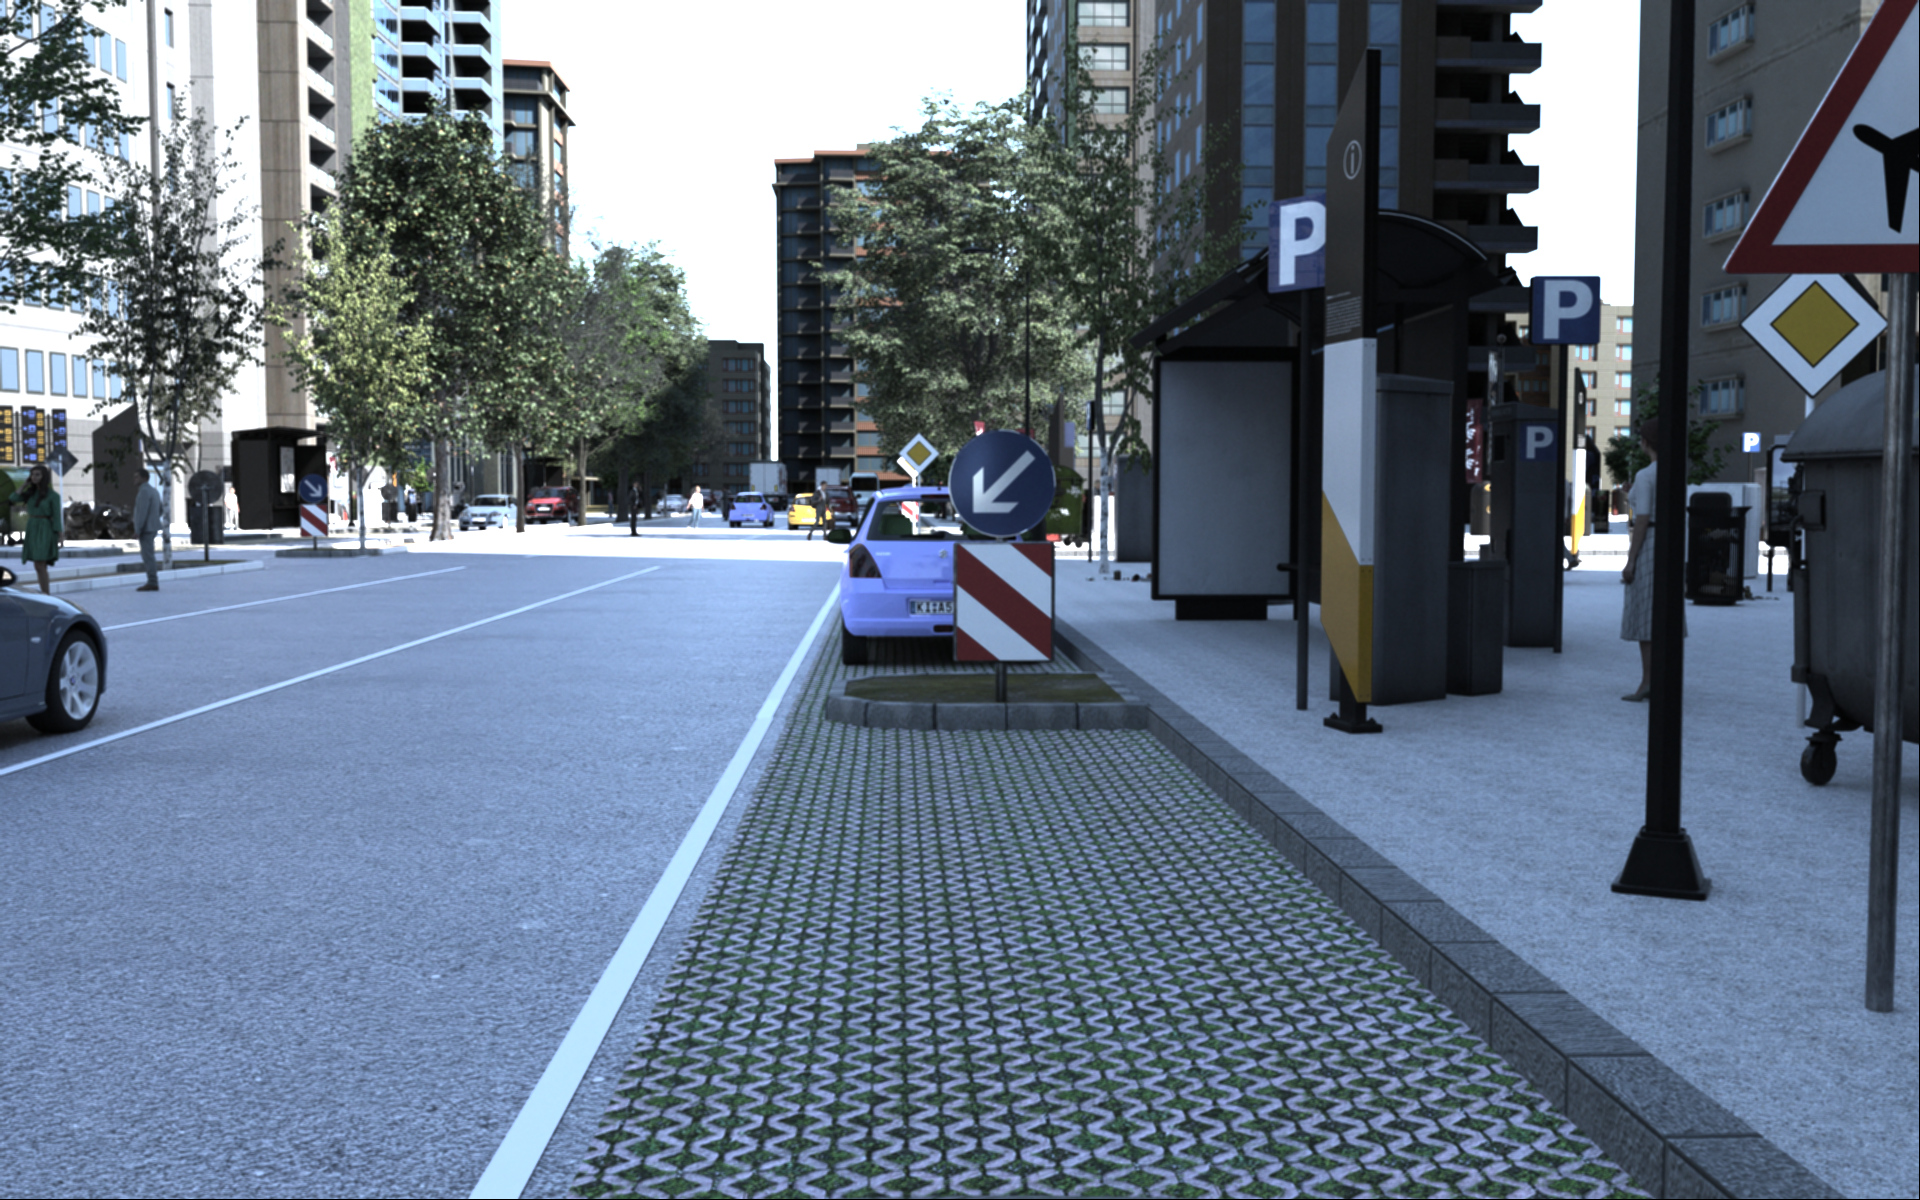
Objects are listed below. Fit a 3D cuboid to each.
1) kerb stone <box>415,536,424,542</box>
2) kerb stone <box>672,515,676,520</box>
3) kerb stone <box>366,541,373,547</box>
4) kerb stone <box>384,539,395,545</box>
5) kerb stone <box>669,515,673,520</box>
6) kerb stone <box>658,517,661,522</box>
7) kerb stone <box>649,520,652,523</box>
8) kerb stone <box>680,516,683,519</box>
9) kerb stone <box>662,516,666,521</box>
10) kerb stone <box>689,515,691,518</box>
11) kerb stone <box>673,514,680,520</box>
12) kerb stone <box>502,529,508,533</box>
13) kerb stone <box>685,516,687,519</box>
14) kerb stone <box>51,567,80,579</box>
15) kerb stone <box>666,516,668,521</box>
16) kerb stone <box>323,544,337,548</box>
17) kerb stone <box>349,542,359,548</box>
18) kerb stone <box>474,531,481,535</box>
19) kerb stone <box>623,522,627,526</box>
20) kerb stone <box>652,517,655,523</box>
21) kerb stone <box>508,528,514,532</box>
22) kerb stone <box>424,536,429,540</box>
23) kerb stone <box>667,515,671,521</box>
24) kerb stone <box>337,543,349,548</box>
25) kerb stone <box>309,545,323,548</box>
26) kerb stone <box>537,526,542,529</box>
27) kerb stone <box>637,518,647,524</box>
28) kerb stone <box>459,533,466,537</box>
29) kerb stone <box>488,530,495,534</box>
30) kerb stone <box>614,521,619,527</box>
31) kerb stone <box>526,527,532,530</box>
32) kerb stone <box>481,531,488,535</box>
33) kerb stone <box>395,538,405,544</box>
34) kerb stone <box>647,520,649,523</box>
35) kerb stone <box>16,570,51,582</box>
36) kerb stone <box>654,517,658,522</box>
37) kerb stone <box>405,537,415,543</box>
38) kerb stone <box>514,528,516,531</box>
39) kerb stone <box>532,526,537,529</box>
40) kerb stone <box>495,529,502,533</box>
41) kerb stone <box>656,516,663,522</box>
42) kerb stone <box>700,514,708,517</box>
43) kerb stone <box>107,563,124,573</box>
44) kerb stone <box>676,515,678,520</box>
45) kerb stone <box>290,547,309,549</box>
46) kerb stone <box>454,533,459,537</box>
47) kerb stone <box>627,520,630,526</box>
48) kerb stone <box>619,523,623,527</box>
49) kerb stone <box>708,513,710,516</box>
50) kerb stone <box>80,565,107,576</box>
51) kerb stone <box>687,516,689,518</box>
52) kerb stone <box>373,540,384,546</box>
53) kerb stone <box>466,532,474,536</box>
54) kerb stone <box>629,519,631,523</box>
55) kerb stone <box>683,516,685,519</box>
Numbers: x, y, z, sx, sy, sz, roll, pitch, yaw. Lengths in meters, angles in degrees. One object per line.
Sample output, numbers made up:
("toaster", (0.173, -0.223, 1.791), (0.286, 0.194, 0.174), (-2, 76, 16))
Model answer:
("kerb stone", (-16.203, -1.792, 51.524), (0.120, 0.150, 1.000), (0, 4, -2))
("kerb stone", (-15.805, -4.433, 94.672), (0.120, 0.150, 1.000), (0, 4, -2))
("kerb stone", (-16.004, -1.477, 46.405), (0.120, 0.150, 1.000), (0, 4, -2))
("kerb stone", (-16.082, -1.606, 48.452), (0.120, 0.150, 1.000), (0, 4, -2))
("kerb stone", (-15.757, -4.364, 93.645), (0.120, 0.150, 1.000), (0, 4, -2))
("kerb stone", (-15.558, -4.057, 88.522), (0.120, 0.150, 1.000), (0, 4, -2))
("kerb stone", (-15.436, -3.869, 85.456), (0.120, 0.150, 1.000), (0, 4, -2))
("kerb stone", (-15.925, -4.619, 97.755), (0.120, 0.150, 1.000), (0, 4, -2))
("kerb stone", (-15.638, -4.181, 90.575), (0.120, 0.150, 1.000), (0, 4, -2))
("kerb stone", (-16.085, -4.873, 101.870), (0.120, 0.150, 1.000), (0, 4, -2))
("kerb stone", (-15.880, -4.559, 96.730), (0.120, 0.150, 1.000), (0, 4, -2))
("kerb stone", (-16.653, -2.481, 62.766), (0.120, 0.150, 1.000), (0, 4, -2))
("kerb stone", (-15.999, -4.747, 99.812), (0.120, 0.150, 1.000), (0, 4, -2))
("kerb stone", (-15.347, -0.449, 29.534), (0.120, 0.150, 1.000), (0, 4, -2))
("kerb stone", (-15.678, -4.245, 91.602), (0.120, 0.150, 1.000), (0, 4, -2))
("kerb stone", (-15.879, -1.293, 43.335), (0.120, 0.150, 1.000), (0, 4, -2))
("kerb stone", (-15.965, -1.418, 45.383), (0.120, 0.150, 1.000), (0, 4, -2))
("kerb stone", (-16.488, -2.230, 58.680), (0.120, 0.150, 1.000), (0, 4, -2))
("kerb stone", (-15.110, -3.369, 77.271), (0.120, 0.150, 1.000), (0, 4, -2))
("kerb stone", (-15.477, -3.932, 86.477), (0.120, 0.150, 1.000), (0, 4, -2))
("kerb stone", (-16.685, -2.545, 63.799), (0.120, 0.150, 1.000), (0, 4, -2))
("kerb stone", (-16.242, -1.854, 52.546), (0.120, 0.150, 1.000), (0, 4, -2))
("kerb stone", (-15.719, -4.308, 92.623), (0.120, 0.150, 1.000), (0, 4, -2))
("kerb stone", (-15.926, -1.354, 44.357), (0.120, 0.150, 1.000), (0, 4, -2))
("kerb stone", (-15.853, -1.230, 42.308), (0.120, 0.150, 1.000), (0, 4, -2))
("kerb stone", (-16.889, -2.857, 68.909), (0.120, 0.150, 1.000), (0, 4, -2))
("kerb stone", (-15.350, -3.744, 83.412), (0.120, 0.150, 1.000), (0, 4, -2))
("kerb stone", (-16.405, -2.106, 56.632), (0.120, 0.150, 1.000), (0, 4, -2))
("kerb stone", (-16.571, -2.354, 60.723), (0.120, 0.150, 1.000), (0, 4, -2))
("kerb stone", (-15.038, -3.243, 75.211), (0.120, 0.150, 1.000), (0, 4, -2))
("kerb stone", (-16.804, -2.732, 66.866), (0.120, 0.150, 1.000), (0, 4, -2))
("kerb stone", (-16.522, -2.294, 59.701), (0.120, 0.150, 1.000), (0, 4, -2))
("kerb stone", (-16.135, -1.668, 49.475), (0.120, 0.150, 1.000), (0, 4, -2))
("kerb stone", (-15.400, -3.807, 84.434), (0.120, 0.150, 1.000), (0, 4, -2))
("kerb stone", (-15.303, -0.382, 28.508), (0.120, 0.150, 1.000), (0, 4, -2))
("kerb stone", (-15.516, -3.991, 87.499), (0.120, 0.150, 1.000), (0, 4, -2))
("kerb stone", (-16.166, -1.731, 50.502), (0.120, 0.150, 1.000), (0, 4, -2))
("kerb stone", (-16.733, -2.605, 64.821), (0.120, 0.150, 1.000), (0, 4, -2))
("kerb stone", (-16.844, -2.795, 67.888), (0.120, 0.150, 1.000), (0, 4, -2))
("kerb stone", (-16.608, -2.419, 61.745), (0.120, 0.150, 1.000), (0, 4, -2))
("kerb stone", (-15.597, -4.117, 89.549), (0.120, 0.150, 1.000), (0, 4, -2))
("kerb stone", (-16.442, -5.435, 111.096), (0.120, 0.150, 1.000), (0, 4, -2))
("kerb stone", (-15.425, -0.574, 31.578), (0.120, 0.150, 1.000), (0, 4, -2))
("kerb stone", (-15.838, -4.496, 95.700), (0.120, 0.150, 1.000), (0, 4, -2))
("kerb stone", (-15.803, -1.164, 41.287), (0.120, 0.150, 1.000), (0, 4, -2))
("kerb stone", (-16.365, -2.044, 55.611), (0.120, 0.150, 1.000), (0, 4, -2))
("kerb stone", (-15.158, -3.427, 78.292), (0.120, 0.150, 1.000), (0, 4, -2))
("kerb stone", (-15.074, -3.304, 76.237), (0.120, 0.150, 1.000), (0, 4, -2))
("kerb stone", (-16.488, -5.494, 112.123), (0.120, 0.150, 1.000), (0, 4, -2))
("kerb stone", (-15.380, -0.511, 30.557), (0.120, 0.150, 1.000), (0, 4, -2))
("kerb stone", (-16.041, -4.810, 100.840), (0.120, 0.150, 1.000), (0, 4, -2))
("kerb stone", (-16.041, -1.543, 47.430), (0.120, 0.150, 1.000), (0, 4, -2))
("kerb stone", (-16.450, -2.159, 57.657), (0.120, 0.150, 1.000), (0, 4, -2))
("kerb stone", (-15.199, -3.493, 79.313), (0.120, 0.150, 1.000), (0, 4, -2))
("kerb stone", (-15.962, -4.684, 98.782), (0.120, 0.150, 1.000), (0, 4, -2))
